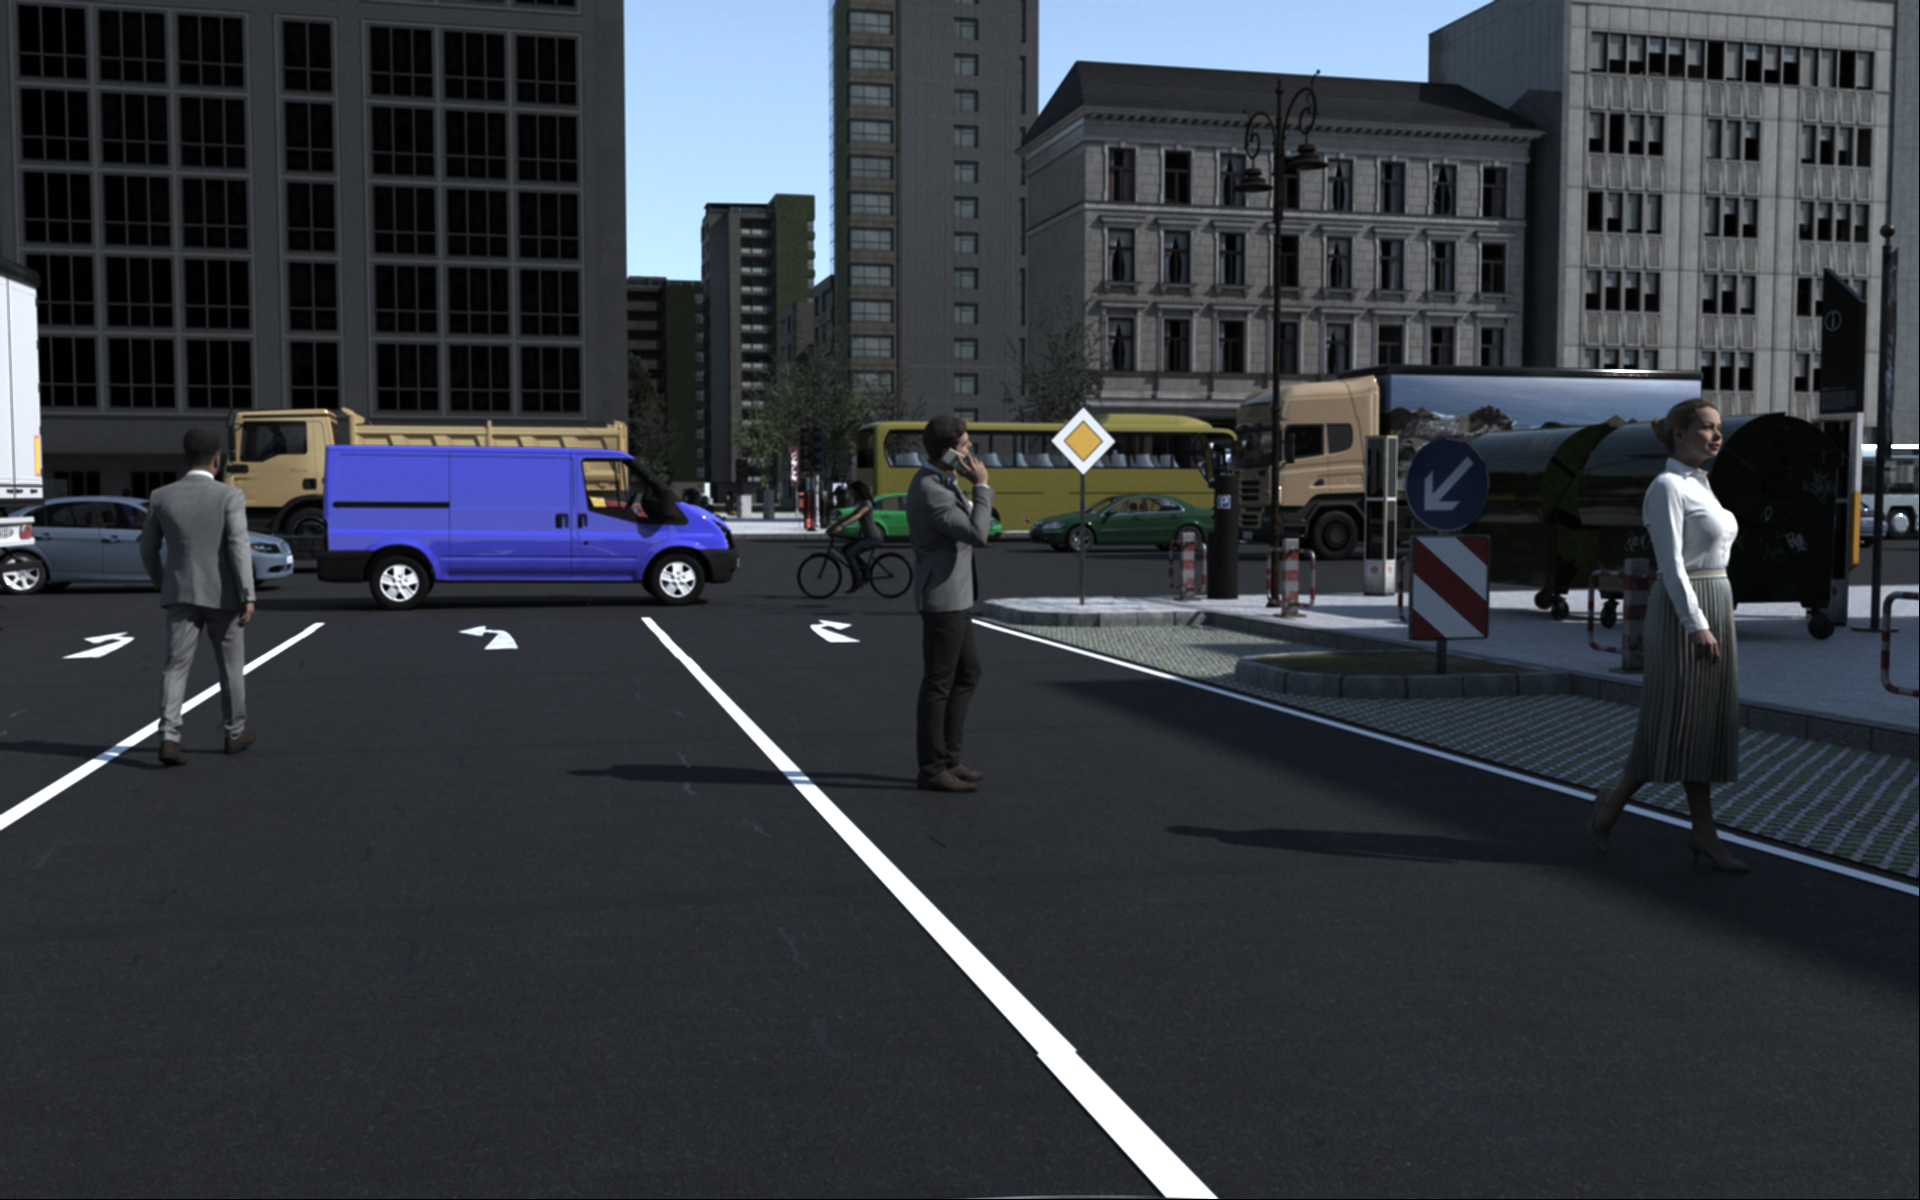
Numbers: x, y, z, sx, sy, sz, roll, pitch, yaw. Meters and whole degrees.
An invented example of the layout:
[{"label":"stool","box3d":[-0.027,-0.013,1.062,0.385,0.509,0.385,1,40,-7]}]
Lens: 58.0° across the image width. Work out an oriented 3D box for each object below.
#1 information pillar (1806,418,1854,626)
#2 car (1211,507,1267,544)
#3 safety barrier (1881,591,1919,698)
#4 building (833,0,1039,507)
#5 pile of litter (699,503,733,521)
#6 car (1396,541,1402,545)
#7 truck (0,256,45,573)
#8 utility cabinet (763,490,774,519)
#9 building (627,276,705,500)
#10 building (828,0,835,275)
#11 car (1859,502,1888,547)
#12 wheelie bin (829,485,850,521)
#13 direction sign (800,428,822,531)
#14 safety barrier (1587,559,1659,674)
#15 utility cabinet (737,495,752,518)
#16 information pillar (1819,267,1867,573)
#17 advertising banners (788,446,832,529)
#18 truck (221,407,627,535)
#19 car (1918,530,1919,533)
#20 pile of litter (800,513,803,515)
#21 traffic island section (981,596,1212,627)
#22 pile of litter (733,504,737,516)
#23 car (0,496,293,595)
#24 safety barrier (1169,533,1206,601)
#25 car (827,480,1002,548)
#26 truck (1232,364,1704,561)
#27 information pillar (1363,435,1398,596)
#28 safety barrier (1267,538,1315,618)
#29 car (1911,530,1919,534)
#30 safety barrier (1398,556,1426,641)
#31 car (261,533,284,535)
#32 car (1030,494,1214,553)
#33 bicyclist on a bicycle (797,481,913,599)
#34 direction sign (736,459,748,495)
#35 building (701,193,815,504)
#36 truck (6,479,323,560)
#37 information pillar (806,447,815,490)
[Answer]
[{"label":"information pillar","box3d":[8.482,-0.759,16.899,0.304,2.012,0.304,1,4,11]},{"label":"car","box3d":[9.102,-2.319,50.502,3.894,1.354,1.945,-1,4,-16]},{"label":"safety barrier","box3d":[5.550,0.285,9.617,0.300,0.817,1.120,-1,4,-14]},{"label":"building","box3d":[-2.591,-27.344,130.676,14.154,41.232,14.086,-1,4,-14]},{"label":"pile of litter","box3d":[-11.887,-4.280,83.950,1.176,0.858,1.719,0,4,6]},{"label":"car","box3d":[13.365,-2.357,47.203,2.281,1.827,5.304,-1,4,-13]},{"label":"truck","box3d":[-16.752,-1.867,19.445,11.283,4.237,2.839,-1,4,-12]},{"label":"utility cabinet","box3d":[-9.819,-4.901,88.817,0.318,1.500,1.173,0,4,8]},{"label":"building","box3d":[-42.062,-28.211,232.951,14.107,30.474,14.160,-1,4,-14]},{"label":"building","box3d":[-5.947,-56.999,244.607,31.000,86.520,22.319,-1,4,-14]},{"label":"car","box3d":[23.614,-2.211,48.157,2.014,1.417,4.499,-1,4,-13]},{"label":"wheelie bin","box3d":[-4.178,-3.183,59.943,0.693,1.594,0.980,0,4,1]},{"label":"direction sign","box3d":[-5.119,-4.137,59.629,0.876,3.537,0.379,2,4,30]},{"label":"safety barrier","box3d":[4.846,0.113,12.424,0.300,0.817,1.120,-1,4,-14]},{"label":"utility cabinet","box3d":[-11.583,-5.001,92.932,0.306,1.237,1.020,2,4,28]},{"label":"information pillar","box3d":[9.025,-1.616,17.780,0.183,3.616,0.504,-1,4,-21]},{"label":"advertising banners","box3d":[-5.499,-4.114,63.444,0.090,3.025,2.074,3,5,45]},{"label":"truck","box3d":[-12.821,-2.724,40.454,9.791,3.379,3.469,-1,4,-15]},{"label":"car","box3d":[34.440,-3.144,60.441,4.494,1.783,2.155,-1,4,-13]},{"label":"pile of litter","box3d":[-9.060,-5.695,107.074,1.719,0.858,1.176,2,4,34]},{"label":"traffic island section","box3d":[1.426,0.140,19.985,2.009,0.180,2.903,-1,4,-14]},{"label":"pile of litter","box3d":[-13.438,-5.479,103.542,1.176,0.858,1.719,1,4,22]},{"label":"car","box3d":[-12.271,-0.834,25.631,4.499,1.417,2.014,-1,4,-13]},{"label":"safety barrier","box3d":[2.738,-0.403,20.871,0.300,0.817,1.120,-1,4,-14]},{"label":"car","box3d":[-1.200,-2.317,46.673,4.718,1.807,1.959,-1,4,-14]},{"label":"truck","box3d":[11.103,-3.070,39.109,11.283,4.237,2.839,-1,4,-14]},{"label":"information pillar","box3d":[5.299,-1.061,21.833,0.304,2.012,0.304,3,5,40]},{"label":"safety barrier","box3d":[3.443,-0.231,18.059,0.300,0.817,1.120,-1,4,-14]},{"label":"car","box3d":[35.846,-3.145,63.778,4.827,1.381,2.083,-1,4,-16]},{"label":"safety barrier","box3d":[4.141,-0.059,15.244,0.300,0.817,1.120,-1,4,-14]},{"label":"car","box3d":[-17.947,-1.887,43.440,1.945,1.354,3.894,-1,4,-14]},{"label":"car","box3d":[4.161,-1.940,43.511,4.920,1.459,2.131,-1,4,-13]},{"label":"bicyclist on a bicycle","box3d":[-1.433,-0.835,23.681,1.625,1.676,1.499,-1,4,-13]},{"label":"direction sign","box3d":[-14.698,-7.575,115.841,0.379,3.537,0.876,2,4,31]},{"label":"building","box3d":[-27.680,-33.853,237.083,14.086,41.232,14.154,-1,4,-14]},{"label":"truck","box3d":[-14.947,-2.550,31.450,18.799,4.110,2.967,-1,4,-15]},{"label":"information pillar","box3d":[-7.189,-5.637,83.519,0.504,3.616,0.183,-3,5,-43]}]
